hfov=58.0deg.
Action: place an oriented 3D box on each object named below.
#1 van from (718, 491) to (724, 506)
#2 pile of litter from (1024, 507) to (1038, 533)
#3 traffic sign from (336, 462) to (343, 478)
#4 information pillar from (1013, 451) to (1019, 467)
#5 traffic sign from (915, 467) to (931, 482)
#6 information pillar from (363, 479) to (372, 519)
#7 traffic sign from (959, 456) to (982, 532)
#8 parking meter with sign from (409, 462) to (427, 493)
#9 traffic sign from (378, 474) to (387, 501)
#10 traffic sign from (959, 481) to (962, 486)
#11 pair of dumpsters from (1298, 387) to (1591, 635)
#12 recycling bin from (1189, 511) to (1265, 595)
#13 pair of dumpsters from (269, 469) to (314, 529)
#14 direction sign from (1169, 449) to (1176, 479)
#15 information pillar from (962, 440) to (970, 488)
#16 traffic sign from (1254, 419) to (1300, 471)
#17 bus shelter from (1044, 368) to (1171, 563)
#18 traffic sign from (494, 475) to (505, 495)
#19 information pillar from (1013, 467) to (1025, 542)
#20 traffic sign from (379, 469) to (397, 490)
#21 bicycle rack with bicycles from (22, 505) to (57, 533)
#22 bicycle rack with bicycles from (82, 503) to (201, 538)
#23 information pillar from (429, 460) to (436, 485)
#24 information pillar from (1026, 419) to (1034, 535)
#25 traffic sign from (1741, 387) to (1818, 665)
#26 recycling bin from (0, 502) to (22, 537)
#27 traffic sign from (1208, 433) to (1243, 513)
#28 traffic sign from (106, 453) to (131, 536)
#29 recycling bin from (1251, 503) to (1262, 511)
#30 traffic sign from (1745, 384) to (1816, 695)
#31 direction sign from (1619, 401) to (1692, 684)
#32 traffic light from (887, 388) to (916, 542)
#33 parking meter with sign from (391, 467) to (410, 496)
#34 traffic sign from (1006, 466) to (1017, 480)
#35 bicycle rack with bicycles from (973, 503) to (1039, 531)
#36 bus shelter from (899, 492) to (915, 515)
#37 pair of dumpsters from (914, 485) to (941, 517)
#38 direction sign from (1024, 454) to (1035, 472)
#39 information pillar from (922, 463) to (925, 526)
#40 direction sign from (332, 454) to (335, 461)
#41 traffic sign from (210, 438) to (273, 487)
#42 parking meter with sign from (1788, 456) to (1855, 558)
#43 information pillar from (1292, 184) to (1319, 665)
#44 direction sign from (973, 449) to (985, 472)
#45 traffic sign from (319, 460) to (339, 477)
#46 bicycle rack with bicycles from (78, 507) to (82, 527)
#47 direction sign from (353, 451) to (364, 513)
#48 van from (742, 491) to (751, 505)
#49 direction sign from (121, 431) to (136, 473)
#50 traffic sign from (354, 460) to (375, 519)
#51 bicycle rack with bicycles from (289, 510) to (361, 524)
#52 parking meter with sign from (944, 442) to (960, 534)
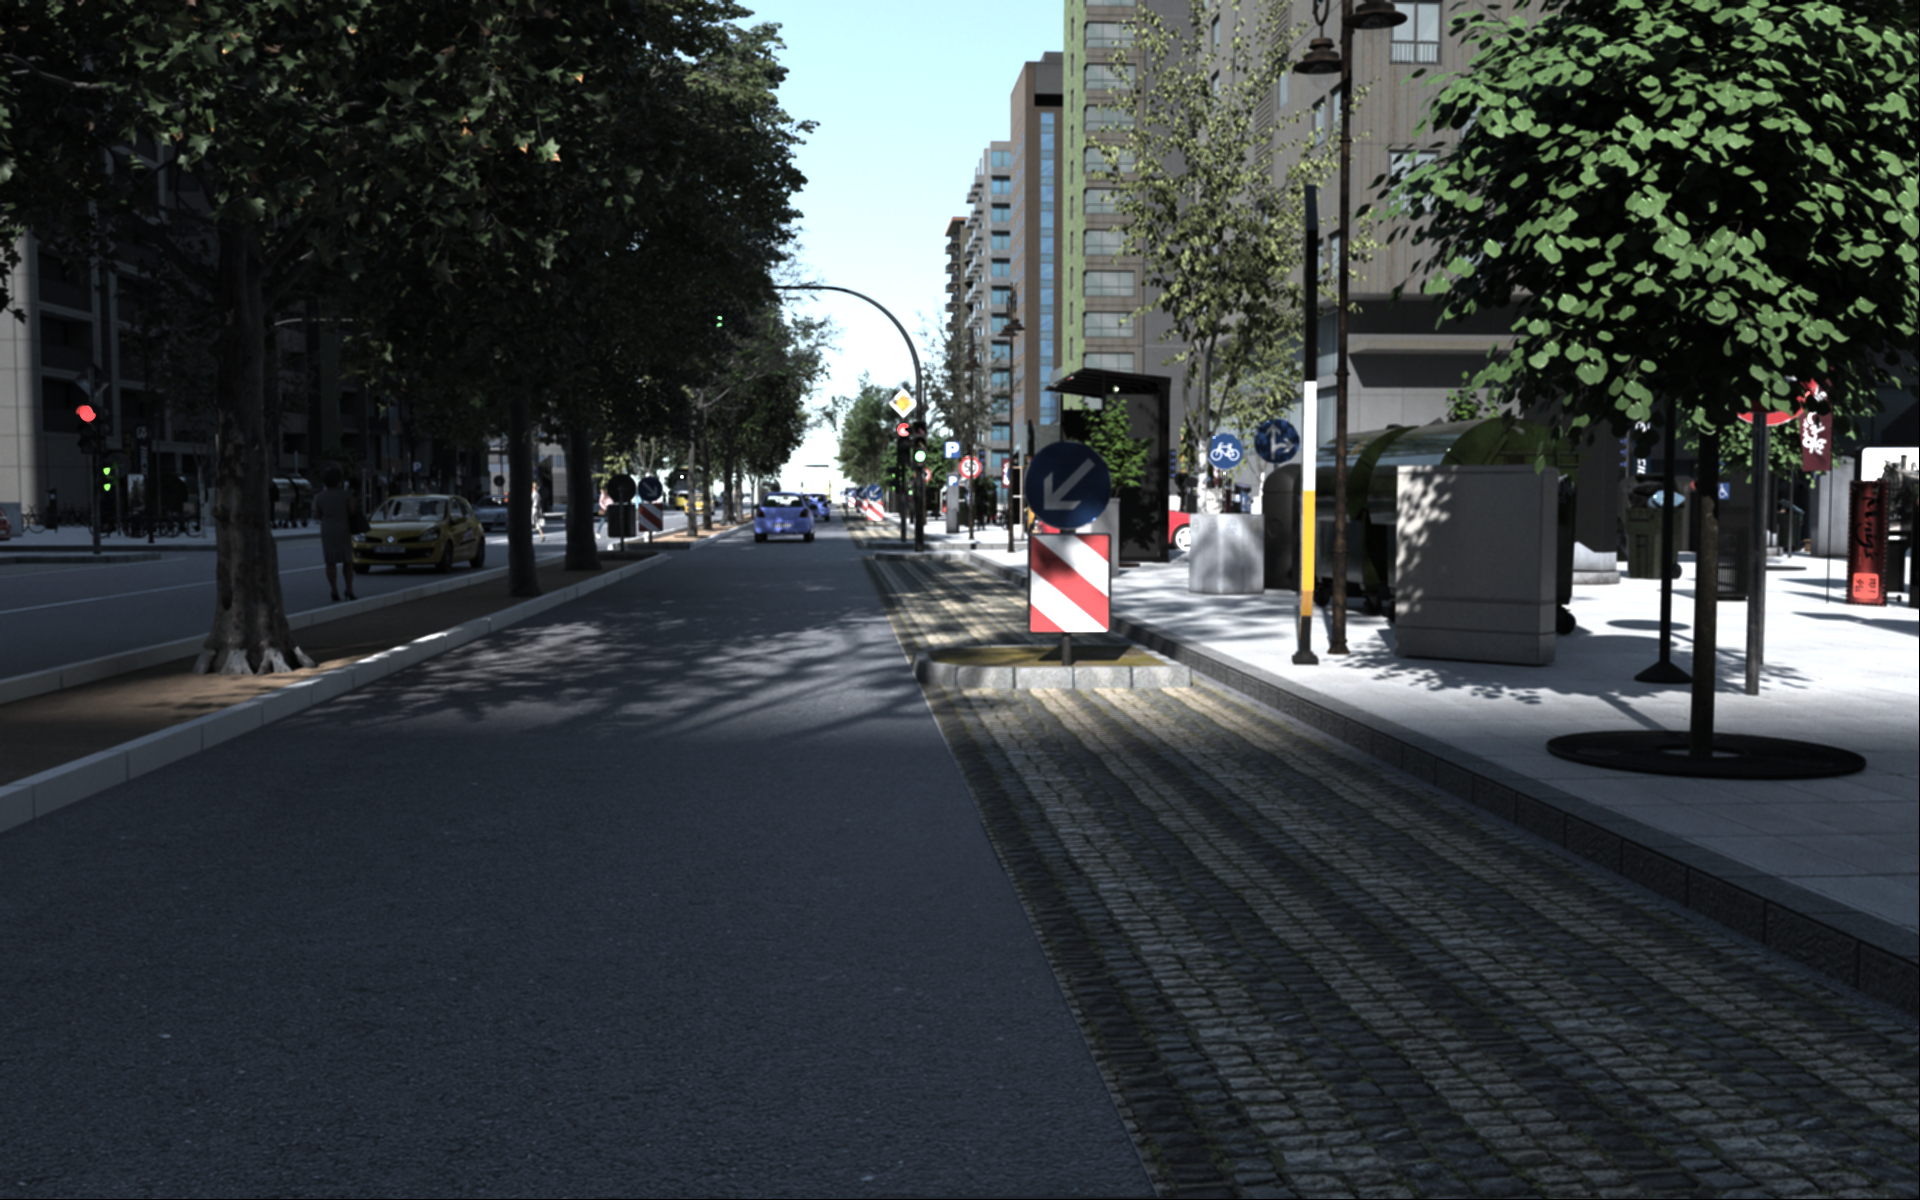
[{"bbox_3d":[-28.816,-12.635,213.595,2.013,2.044,4.112,0,4,-5],"label":"van"},{"bbox_3d":[2.541,-2.661,57.470,1.176,0.858,1.719,3,4,39],"label":"pile of litter"},{"bbox_3d":[-24.561,-4.147,67.909,0.768,2.556,0.104,0,4,0],"label":"traffic sign"},{"bbox_3d":[2.964,-6.258,93.670,0.504,3.616,0.183,2,4,26],"label":"information pillar"},{"bbox_3d":[-1.713,-4.893,80.099,0.768,2.556,0.104,0,4,-1],"label":"traffic sign"},{"bbox_3d":[-24.631,-4.127,71.973,0.304,2.012,0.304,-1,4,-10],"label":"information pillar"},{"bbox_3d":[0.340,-3.536,57.913,0.768,2.556,0.104,0,4,0],"label":"traffic sign"},{"bbox_3d":[-28.949,-5.921,93.073,0.543,3.016,1.738,-2,4,-31],"label":"parking meter with sign"},{"bbox_3d":[-29.133,-5.225,87.563,0.606,2.300,0.079,0,4,4],"label":"traffic sign"},{"bbox_3d":[0.133,-6.893,112.703,0.884,2.594,0.081,0,4,4],"label":"traffic sign"},{"bbox_3d":[4.811,-0.930,17.704,1.574,2.255,4.437,0,4,-4],"label":"pair of dumpsters"},{"bbox_3d":[3.446,-0.602,22.394,0.722,1.027,0.722,-2,4,-27],"label":"recycling bin"},{"bbox_3d":[-25.622,-3.818,64.914,1.574,2.255,4.437,0,4,-4],"label":"pair of dumpsters"},{"bbox_3d":[10.527,-5.850,87.651,0.876,3.537,0.379,3,4,37],"label":"direction sign"},{"bbox_3d":[0.302,-4.885,71.221,0.504,3.616,0.183,2,4,29],"label":"information pillar"},{"bbox_3d":[5.371,-1.794,29.431,0.768,2.556,0.104,0,4,5],"label":"traffic sign"},{"bbox_3d":[2.932,-2.696,35.365,1.731,3.624,6.357,0,4,-4],"label":"bus shelter"},{"bbox_3d":[-31.372,-7.206,117.928,0.768,2.556,0.104,0,4,1],"label":"traffic sign"},{"bbox_3d":[1.565,-2.591,46.859,0.304,2.012,0.304,1,4,17],"label":"information pillar"},{"bbox_3d":[-25.365,-4.625,76.808,0.795,2.450,0.064,0,4,0],"label":"traffic sign"},{"bbox_3d":[-31.231,-2.651,56.728,2.852,0.926,2.925,2,4,29],"label":"bicycle rack with bicycles"},{"bbox_3d":[-23.889,-2.319,51.297,2.925,0.926,2.852,-1,4,-10],"label":"bicycle rack with bicycles"},{"bbox_3d":[-36.295,-7.822,119.249,0.183,3.616,0.504,3,4,38],"label":"information pillar"},{"bbox_3d":[2.213,-3.826,53.918,0.183,3.616,0.504,-1,4,-11],"label":"information pillar"},{"bbox_3d":[5.987,-0.784,12.924,0.768,2.556,0.104,0,4,1],"label":"traffic sign"},{"bbox_3d":[-28.590,-2.398,51.761,0.722,1.027,0.722,1,4,19],"label":"recycling bin"},{"bbox_3d":[5.540,-2.214,36.306,0.768,2.556,0.104,0,4,-1],"label":"traffic sign"},{"bbox_3d":[-25.879,-3.250,53.244,0.768,2.556,0.104,0,4,-3],"label":"traffic sign"},{"bbox_3d":[8.189,-2.124,47.279,0.722,1.027,0.722,-1,4,-10],"label":"recycling bin"},{"bbox_3d":[5.063,-0.666,10.993,0.768,2.556,0.104,0,4,4],"label":"traffic sign"},{"bbox_3d":[4.831,-1.210,11.775,0.379,3.537,0.876,3,5,43],"label":"direction sign"},{"bbox_3d":[-1.524,-3.498,46.107,0.839,4.253,0.868,0,4,-4],"label":"traffic light"},{"bbox_3d":[-35.229,-6.970,110.224,1.738,3.016,0.543,-1,4,-14],"label":"parking meter with sign"},{"bbox_3d":[2.477,-4.807,78.702,0.768,2.556,0.104,0,4,4],"label":"traffic sign"},{"bbox_3d":[1.404,-2.864,60.211,2.852,0.926,2.925,0,4,1],"label":"bicycle rack with bicycles"},{"bbox_3d":[-3.104,-6.985,105.492,1.731,3.624,6.357,0,4,-4],"label":"bus shelter"},{"bbox_3d":[-1.830,-5.824,97.722,1.574,2.255,4.437,0,4,-4],"label":"pair of dumpsters"},{"bbox_3d":[3.933,-6.487,98.062,0.379,3.537,0.876,3,5,45],"label":"direction sign"},{"bbox_3d":[-1.597,-4.825,70.235,0.183,3.616,0.504,2,4,24],"label":"information pillar"},{"bbox_3d":[-35.722,-6.536,98.857,0.379,3.537,0.876,-2,4,-27],"label":"direction sign"},{"bbox_3d":[-25.818,-4.181,62.229,2.265,3.308,0.079,0,4,3],"label":"traffic sign"},{"bbox_3d":[17.511,-2.350,34.677,1.738,3.016,0.543,0,4,5],"label":"parking meter with sign"},{"bbox_3d":[2.613,-1.323,12.984,0.183,3.616,0.504,1,4,9],"label":"information pillar"},{"bbox_3d":[0.848,-5.815,87.074,0.876,3.537,0.379,2,4,23],"label":"direction sign"},{"bbox_3d":[-23.451,-3.932,64.390,0.768,2.556,0.104,0,4,1],"label":"traffic sign"},{"bbox_3d":[-34.471,-3.326,67.764,2.925,0.926,2.852,-2,4,-32],"label":"bicycle rack with bicycles"},{"bbox_3d":[-31.336,-6.017,90.370,0.876,3.537,0.379,2,4,35],"label":"direction sign"},{"bbox_3d":[-28.658,-13.800,232.637,2.013,2.044,4.112,0,4,-5],"label":"van"},{"bbox_3d":[-29.541,-4.284,62.033,0.876,3.537,0.379,0,4,0],"label":"direction sign"},{"bbox_3d":[-22.412,-3.983,65.220,0.768,2.556,0.104,0,4,-1],"label":"traffic sign"},{"bbox_3d":[-26.600,-3.652,73.084,2.925,0.926,2.852,3,5,44],"label":"bicycle rack with bicycles"},{"bbox_3d":[-0.255,-3.705,56.840,0.543,3.016,1.738,0,3,0],"label":"parking meter with sign"}]
